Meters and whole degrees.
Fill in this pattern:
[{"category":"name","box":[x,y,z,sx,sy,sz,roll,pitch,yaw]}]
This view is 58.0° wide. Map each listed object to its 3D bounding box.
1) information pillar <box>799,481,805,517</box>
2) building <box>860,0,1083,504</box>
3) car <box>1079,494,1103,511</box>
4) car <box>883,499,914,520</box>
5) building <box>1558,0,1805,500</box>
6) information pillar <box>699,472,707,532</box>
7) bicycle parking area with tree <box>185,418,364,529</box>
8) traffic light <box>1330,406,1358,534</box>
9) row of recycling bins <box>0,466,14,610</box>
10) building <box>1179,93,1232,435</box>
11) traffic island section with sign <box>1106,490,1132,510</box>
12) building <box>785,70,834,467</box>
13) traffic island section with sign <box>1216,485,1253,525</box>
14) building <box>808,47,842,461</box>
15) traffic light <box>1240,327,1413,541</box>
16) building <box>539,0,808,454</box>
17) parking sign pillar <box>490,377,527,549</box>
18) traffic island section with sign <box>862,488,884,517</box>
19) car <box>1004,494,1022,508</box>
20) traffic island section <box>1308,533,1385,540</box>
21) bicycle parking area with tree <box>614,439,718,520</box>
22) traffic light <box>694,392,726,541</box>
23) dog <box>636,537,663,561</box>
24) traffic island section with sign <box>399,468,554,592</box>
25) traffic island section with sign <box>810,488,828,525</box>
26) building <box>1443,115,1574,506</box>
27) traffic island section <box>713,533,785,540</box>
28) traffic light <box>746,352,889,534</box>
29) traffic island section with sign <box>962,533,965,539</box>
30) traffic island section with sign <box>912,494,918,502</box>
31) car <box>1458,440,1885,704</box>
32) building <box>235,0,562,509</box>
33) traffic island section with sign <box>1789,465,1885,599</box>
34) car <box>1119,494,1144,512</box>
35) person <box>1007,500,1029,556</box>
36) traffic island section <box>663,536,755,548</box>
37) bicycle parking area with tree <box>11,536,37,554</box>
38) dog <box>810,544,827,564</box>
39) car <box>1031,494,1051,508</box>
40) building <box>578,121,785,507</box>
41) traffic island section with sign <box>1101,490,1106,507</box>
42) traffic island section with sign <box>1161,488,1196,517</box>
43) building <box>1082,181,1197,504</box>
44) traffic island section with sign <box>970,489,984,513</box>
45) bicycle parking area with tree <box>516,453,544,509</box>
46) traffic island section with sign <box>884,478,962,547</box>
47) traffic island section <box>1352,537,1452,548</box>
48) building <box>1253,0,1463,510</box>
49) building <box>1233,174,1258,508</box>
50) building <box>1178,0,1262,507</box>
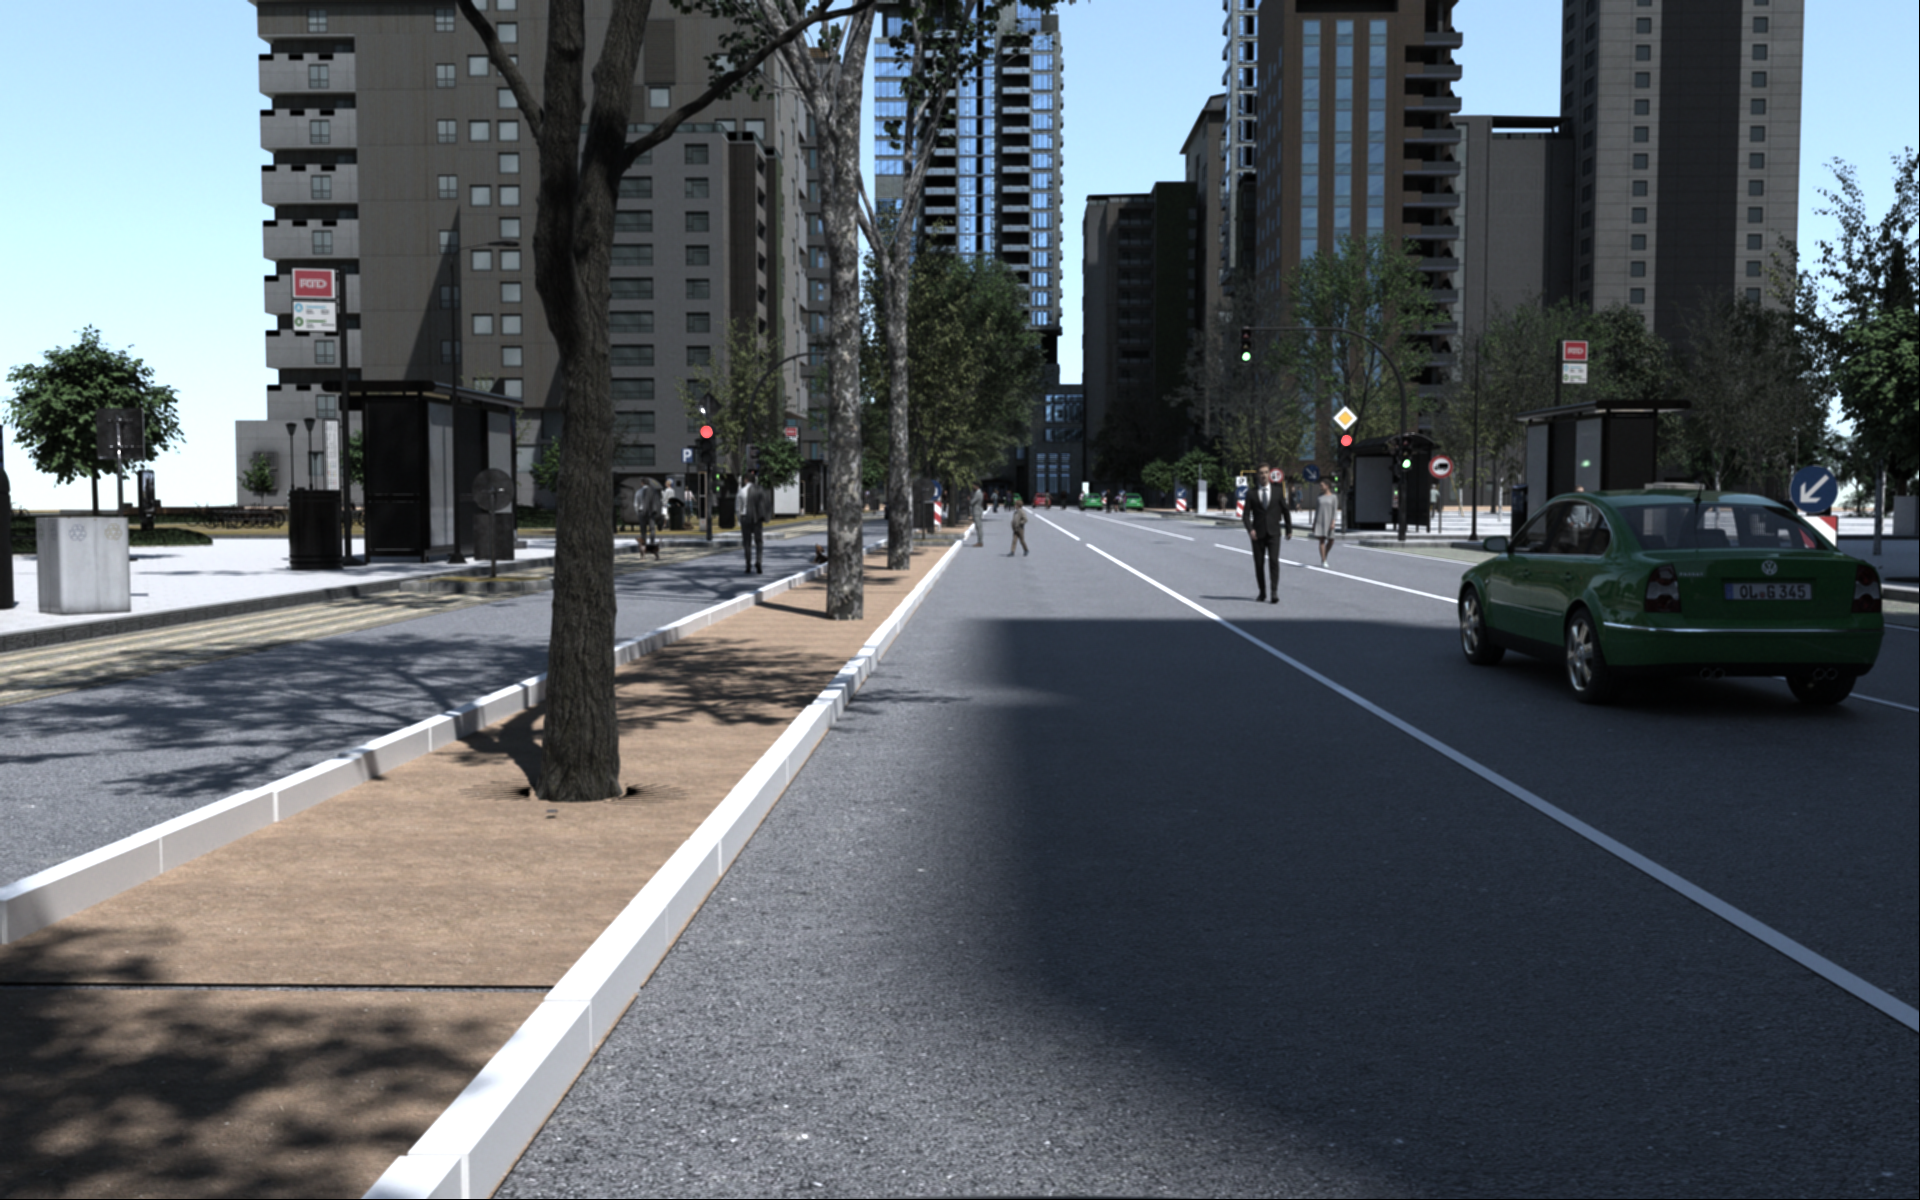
[{"category":"information pillar","box":[-8.979,-5.742,98.381,0.304,2.012,0.304,0,4,-2]},{"category":"building","box":[0.629,-56.226,231.966,31.000,86.520,22.319,0,4,1]},{"category":"car","box":[11.402,-8.674,150.612,1.959,1.807,4.718,0,4,0]},{"category":"car","box":[-3.380,-5.258,98.547,1.945,1.354,3.894,0,4,0]},{"category":"building","box":[75.084,-45.715,185.688,20.611,71.187,20.563,0,4,1]},{"category":"information pillar","box":[-8.600,-3.302,58.476,0.304,2.012,0.304,2,4,30]},{"category":"bicycle parking area with tree","box":[-25.961,-4.943,67.815,9.016,4.147,8.231,-1,4,-15]},{"category":"traffic light","box":[12.238,-4.057,55.246,0.839,4.253,0.868,0,4,1]},{"category":"row of recycling bins","box":[-10.971,-0.661,17.914,1.069,1.692,3.534,0,4,-4]},{"category":"building","box":[44.686,-39.430,233.918,27.495,52.752,28.713,0,4,1]},{"category":"traffic island section with sign","box":[14.629,-9.126,157.835,1.989,1.847,2.006,0,4,1]},{"category":"building","box":[-29.140,-34.681,186.643,30.456,49.044,23.786,0,4,1]},{"category":"traffic island section with sign","box":[12.854,-4.362,79.951,1.989,1.847,2.006,0,4,1]},{"category":"building","box":[-29.004,-42.230,232.462,28.212,58.520,21.231,0,4,1]},{"category":"traffic light","box":[9.962,-4.434,47.169,4.771,5.953,1.251,0,4,1]},{"category":"building","box":[-28.632,-34.844,158.940,28.713,52.752,27.495,0,4,1]},{"category":"parking sign pillar","box":[-10.925,-3.190,40.635,1.447,3.967,1.447,-3,5,-44]},{"category":"traffic island section with sign","box":[-5.249,-6.037,107.336,1.989,1.847,2.006,0,4,1]},{"category":"car","box":[5.354,-10.174,175.148,1.959,1.807,4.718,0,4,1]},{"category":"traffic island section","box":[12.278,-2.023,55.359,2.009,0.180,2.903,0,4,1]},{"category":"bicycle parking area with tree","box":[-15.952,-6.241,89.047,8.231,4.147,9.016,-1,4,-10]},{"category":"traffic light","box":[-6.901,-3.594,47.679,0.839,4.253,0.868,0,4,1]},{"category":"dog","box":[-6.673,-1.096,37.211,0.406,0.507,0.540,1,4,14]},{"category":"traffic island section with sign","box":[-7.114,-1.062,25.986,1.989,1.847,2.006,0,4,1]},{"category":"traffic island section with sign","box":[-5.868,-4.389,80.388,1.989,1.847,2.006,0,4,1]},{"category":"building","box":[57.809,-30.974,190.016,14.086,41.232,14.154,0,4,1]},{"category":"traffic island section","box":[-6.758,-2.050,55.798,2.009,0.180,2.903,0,4,1]},{"category":"traffic light","box":[-4.625,-4.953,55.650,4.771,5.953,1.251,0,4,1]},{"category":"traffic island section with sign","box":[-0.866,-2.886,55.319,2.006,1.907,1.989,0,4,1]},{"category":"traffic island section with sign","box":[-4.100,-9.107,157.523,1.989,1.847,2.006,0,4,1]},{"category":"car","box":[5.144,-0.268,13.174,1.959,1.807,4.718,0,4,1]},{"category":"building","box":[-58.160,-36.435,184.945,27.495,52.752,28.713,0,4,1]},{"category":"traffic island section with sign","box":[11.576,-0.968,24.449,1.989,1.847,2.006,0,4,1]},{"category":"car","box":[14.025,-8.150,142.052,1.959,1.807,4.718,0,4,1]},{"category":"person","box":[1.366,-1.657,39.859,0.475,1.303,0.640,3,5,42]},{"category":"traffic island section","box":[-6.941,-1.562,47.815,2.009,0.180,2.903,0,4,1]},{"category":"bicycle parking area with tree","box":[-18.625,-2.327,25.046,9.016,4.147,8.231,2,4,30]},{"category":"dog","box":[-2.902,-0.940,35.565,0.550,0.427,0.748,1,4,11]},{"category":"car","box":[8.397,-10.391,178.934,2.155,1.783,4.494,0,4,0]},{"category":"building","box":[-21.880,-22.411,138.127,14.160,30.474,14.107,0,4,1]},{"category":"traffic island section with sign","box":[15.251,-10.774,184.783,1.989,1.847,2.006,0,4,1]},{"category":"traffic island section with sign","box":[13.463,-6.010,106.899,1.989,1.847,2.006,0,4,1]},{"category":"building","box":[23.444,-33.358,229.003,14.086,41.232,14.154,0,4,1]},{"category":"traffic island section with sign","box":[0.845,-7.480,130.439,2.006,1.907,1.989,0,4,1]},{"category":"bicycle parking area with tree","box":[-32.552,-7.914,116.396,8.231,4.147,9.016,1,4,16]},{"category":"traffic island section with sign","box":[-1.045,-2.433,47.914,2.006,1.907,1.989,0,4,1]},{"category":"traffic island section","box":[12.095,-1.535,47.376,2.009,0.180,2.903,0,4,1]},{"category":"building","box":[32.508,-30.201,143.900,14.600,45.320,14.200,0,4,1]},{"category":"building","box":[31.918,-23.657,158.498,14.160,30.474,14.107,0,4,1]},{"category":"building","box":[35.762,-53.040,179.880,22.319,86.520,31.000,0,4,1]}]
